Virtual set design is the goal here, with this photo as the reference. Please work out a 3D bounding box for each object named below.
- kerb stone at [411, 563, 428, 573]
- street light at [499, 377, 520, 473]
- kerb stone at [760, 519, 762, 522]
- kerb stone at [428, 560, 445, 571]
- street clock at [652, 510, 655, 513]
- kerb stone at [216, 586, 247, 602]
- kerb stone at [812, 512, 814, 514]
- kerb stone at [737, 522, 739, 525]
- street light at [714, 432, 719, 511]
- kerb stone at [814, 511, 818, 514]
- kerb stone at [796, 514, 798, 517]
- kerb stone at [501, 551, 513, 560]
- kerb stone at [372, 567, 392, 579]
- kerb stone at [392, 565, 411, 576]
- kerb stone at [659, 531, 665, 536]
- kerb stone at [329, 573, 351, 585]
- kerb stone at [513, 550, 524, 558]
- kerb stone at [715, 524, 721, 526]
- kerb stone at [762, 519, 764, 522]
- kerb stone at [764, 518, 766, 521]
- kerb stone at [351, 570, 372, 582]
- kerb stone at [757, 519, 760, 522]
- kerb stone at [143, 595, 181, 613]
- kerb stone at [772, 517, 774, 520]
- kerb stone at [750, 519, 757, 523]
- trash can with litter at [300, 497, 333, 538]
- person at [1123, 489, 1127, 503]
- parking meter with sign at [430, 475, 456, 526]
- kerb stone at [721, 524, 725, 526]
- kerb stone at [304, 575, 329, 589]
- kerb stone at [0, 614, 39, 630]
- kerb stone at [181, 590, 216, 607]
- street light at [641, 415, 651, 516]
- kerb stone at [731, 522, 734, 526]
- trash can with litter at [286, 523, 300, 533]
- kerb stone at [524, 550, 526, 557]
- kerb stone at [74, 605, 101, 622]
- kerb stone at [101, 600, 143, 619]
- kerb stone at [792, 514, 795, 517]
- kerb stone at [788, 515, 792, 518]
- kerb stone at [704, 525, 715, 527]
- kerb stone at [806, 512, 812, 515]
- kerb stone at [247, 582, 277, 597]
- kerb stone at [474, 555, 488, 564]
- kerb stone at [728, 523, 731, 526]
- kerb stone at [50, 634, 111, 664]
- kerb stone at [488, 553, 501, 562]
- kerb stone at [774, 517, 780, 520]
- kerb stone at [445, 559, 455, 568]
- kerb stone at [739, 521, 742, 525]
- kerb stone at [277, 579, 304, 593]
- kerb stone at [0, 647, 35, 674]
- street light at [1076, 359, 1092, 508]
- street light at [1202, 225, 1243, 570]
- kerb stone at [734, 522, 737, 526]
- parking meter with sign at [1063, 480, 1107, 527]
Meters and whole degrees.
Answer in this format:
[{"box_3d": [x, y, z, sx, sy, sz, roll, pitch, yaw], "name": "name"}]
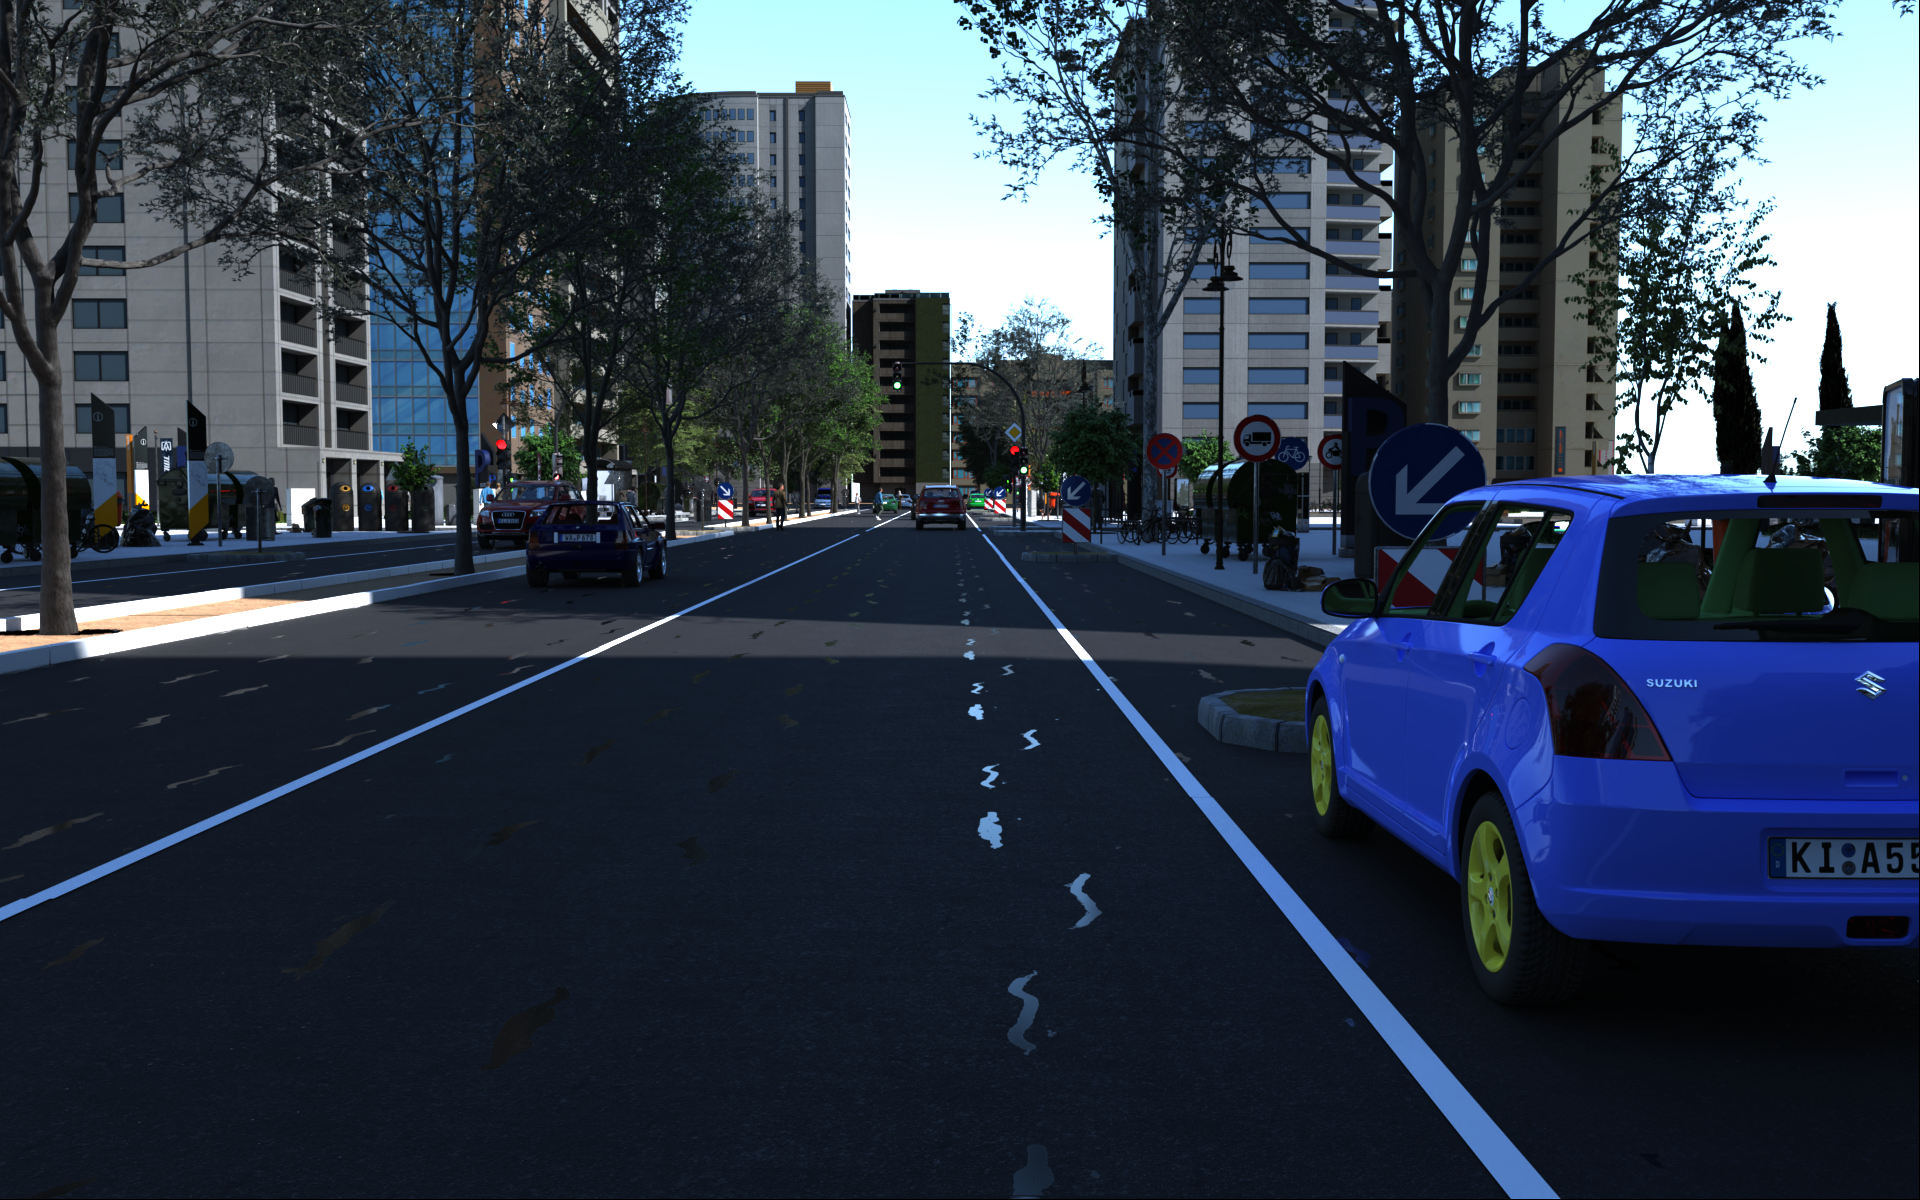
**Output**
[{"box_3d": [-9.914, -0.564, 31.441, 0.120, 0.150, 1.000, 0, 4, 0], "name": "kerb stone"}, {"box_3d": [-17.838, -5.866, 68.703, 0.468, 5.910, 1.993, 0, 4, 0], "name": "street light"}, {"box_3d": [-10.236, -3.985, 87.346, 0.120, 0.150, 1.000, 0, 4, 0], "name": "kerb stone"}, {"box_3d": [-9.919, -0.628, 32.470, 0.120, 0.150, 1.000, 0, 4, 0], "name": "kerb stone"}, {"box_3d": [-20.941, -6.934, 117.943, 0.358, 2.002, 0.471, 2, 4, 30], "name": "street clock"}, {"box_3d": [-9.870, -0.065, 23.260, 0.120, 0.150, 1.000, 0, 4, 0], "name": "kerb stone"}, {"box_3d": [-10.432, -5.993, 120.173, 0.120, 0.150, 1.000, 0, 4, 0], "name": "kerb stone"}, {"box_3d": [-10.190, -3.420, 78.133, 0.120, 0.150, 1.000, 0, 4, 0], "name": "kerb stone"}, {"box_3d": [-18.145, -9.565, 129.167, 0.468, 5.910, 1.993, 0, 4, 0], "name": "street light"}, {"box_3d": [-10.456, -6.243, 124.272, 0.120, 0.150, 1.000, 0, 4, 0], "name": "kerb stone"}, {"box_3d": [-10.356, -5.239, 107.857, 0.120, 0.150, 1.000, 0, 4, 0], "name": "kerb stone"}, {"box_3d": [-9.947, -0.943, 37.606, 0.120, 0.150, 1.000, 0, 4, 0], "name": "kerb stone"}, {"box_3d": [-9.906, -0.437, 29.394, 0.120, 0.150, 1.000, 0, 4, 0], "name": "kerb stone"}, {"box_3d": [-9.910, -0.500, 30.415, 0.120, 0.150, 1.000, 0, 4, 0], "name": "kerb stone"}, {"box_3d": [-10.074, -2.260, 59.140, 0.120, 0.150, 1.000, 0, 4, 0], "name": "kerb stone"}, {"box_3d": [-9.892, -0.315, 27.349, 0.120, 0.150, 1.000, 0, 4, 0], "name": "kerb stone"}, {"box_3d": [-9.960, -1.005, 38.632, 0.120, 0.150, 1.000, 0, 4, 0], "name": "kerb stone"}, {"box_3d": [-10.149, -3.043, 71.991, 0.120, 0.150, 1.000, 0, 4, 0], "name": "kerb stone"}, {"box_3d": [-10.249, -4.046, 88.371, 0.120, 0.150, 1.000, 0, 4, 0], "name": "kerb stone"}, {"box_3d": [-10.251, -4.110, 89.397, 0.120, 0.150, 1.000, 0, 4, 0], "name": "kerb stone"}, {"box_3d": [-9.899, -0.377, 28.371, 0.120, 0.150, 1.000, 0, 4, 0], "name": "kerb stone"}, {"box_3d": [-10.231, -3.920, 86.324, 0.120, 0.150, 1.000, 0, 4, 0], "name": "kerb stone"}, {"box_3d": [-9.853, 0.060, 21.211, 0.120, 0.150, 1.000, 0, 4, 0], "name": "kerb stone"}, {"box_3d": [-10.281, -4.361, 93.491, 0.120, 0.150, 1.000, 0, 4, 0], "name": "kerb stone"}, {"box_3d": [-10.230, -3.854, 85.297, 0.120, 0.150, 1.000, 0, 4, 0], "name": "kerb stone"}, {"box_3d": [-18.896, -2.427, 51.068, 0.624, 1.170, 1.055, -3, 4, -37], "name": "trash can with litter"}, {"box_3d": [16.249, -10.084, 171.630, 1.217, 1.743, 0.721, -3, 4, -38], "name": "person"}, {"box_3d": [-21.278, -4.513, 70.052, 1.738, 3.016, 0.543, -3, 5, -41], "name": "parking meter with sign"}, {"box_3d": [-10.158, -3.102, 73.019, 0.120, 0.150, 1.000, 0, 4, 0], "name": "kerb stone"}, {"box_3d": [-9.875, -0.250, 26.328, 0.120, 0.150, 1.000, 0, 4, 0], "name": "kerb stone"}, {"box_3d": [-9.831, 0.249, 18.127, 0.120, 0.150, 1.000, 0, 4, 0], "name": "kerb stone"}, {"box_3d": [-9.859, 0.000, 22.233, 0.120, 0.150, 1.000, 0, 4, 0], "name": "kerb stone"}, {"box_3d": [-17.976, -7.721, 99.019, 0.468, 5.910, 1.993, 0, 4, 0], "name": "street light"}, {"box_3d": [-10.175, -3.296, 76.089, 0.120, 0.150, 1.000, 0, 4, 0], "name": "kerb stone"}, {"box_3d": [-21.856, -2.835, 57.747, 1.055, 1.170, 0.624, -3, 5, -43], "name": "trash can with litter"}, {"box_3d": [-9.964, -1.068, 39.660, 0.120, 0.150, 1.000, 0, 4, 0], "name": "kerb stone"}, {"box_3d": [-9.836, 0.186, 19.162, 0.120, 0.150, 1.000, 0, 4, 0], "name": "kerb stone"}, {"box_3d": [-9.846, 0.123, 20.184, 0.120, 0.150, 1.000, 0, 4, 0], "name": "kerb stone"}, {"box_3d": [-10.345, -5.113, 105.797, 0.120, 0.150, 1.000, 0, 4, 0], "name": "kerb stone"}, {"box_3d": [-10.340, -4.983, 103.747, 0.120, 0.150, 1.000, 0, 4, 0], "name": "kerb stone"}, {"box_3d": [-10.139, -2.920, 69.944, 0.120, 0.150, 1.000, 0, 4, 0], "name": "kerb stone"}, {"box_3d": [-10.428, -5.921, 119.134, 0.120, 0.150, 1.000, 0, 4, 0], "name": "kerb stone"}, {"box_3d": [-9.873, -0.128, 24.284, 0.120, 0.150, 1.000, 0, 4, 0], "name": "kerb stone"}, {"box_3d": [-9.942, -0.816, 35.551, 0.120, 0.150, 1.000, 0, 4, 0], "name": "kerb stone"}, {"box_3d": [-10.169, -3.234, 75.066, 0.120, 0.150, 1.000, 0, 4, 0], "name": "kerb stone"}, {"box_3d": [-7.712, 0.436, 15.072, 0.120, 0.150, 1.000, 0, 4, 0], "name": "kerb stone"}, {"box_3d": [-9.937, -0.880, 36.584, 0.120, 0.150, 1.000, 0, 4, 0], "name": "kerb stone"}, {"box_3d": [-10.293, -4.548, 96.561, 0.120, 0.150, 1.000, 0, 4, 0], "name": "kerb stone"}, {"box_3d": [-9.918, -0.690, 33.492, 0.120, 0.150, 1.000, 0, 4, 0], "name": "kerb stone"}, {"box_3d": [-10.193, -3.484, 79.158, 0.120, 0.150, 1.000, 0, 4, 0], "name": "kerb stone"}, {"box_3d": [-9.873, -0.190, 25.306, 0.120, 0.150, 1.000, 0, 4, 0], "name": "kerb stone"}, {"box_3d": [-7.708, 0.498, 14.046, 0.120, 0.150, 1.000, 0, 4, 0], "name": "kerb stone"}, {"box_3d": [4.243, -5.303, 59.498, 0.468, 5.910, 1.993, 0, 4, 0], "name": "street light"}, {"box_3d": [4.423, -3.458, 29.334, 0.468, 5.910, 1.993, 0, 4, 0], "name": "street light"}, {"box_3d": [-10.178, -3.359, 77.111, 0.120, 0.150, 1.000, 0, 4, 0], "name": "kerb stone"}, {"box_3d": [4.936, -4.417, 68.472, 1.738, 3.016, 0.543, 1, 4, 10], "name": "parking meter with sign"}]
